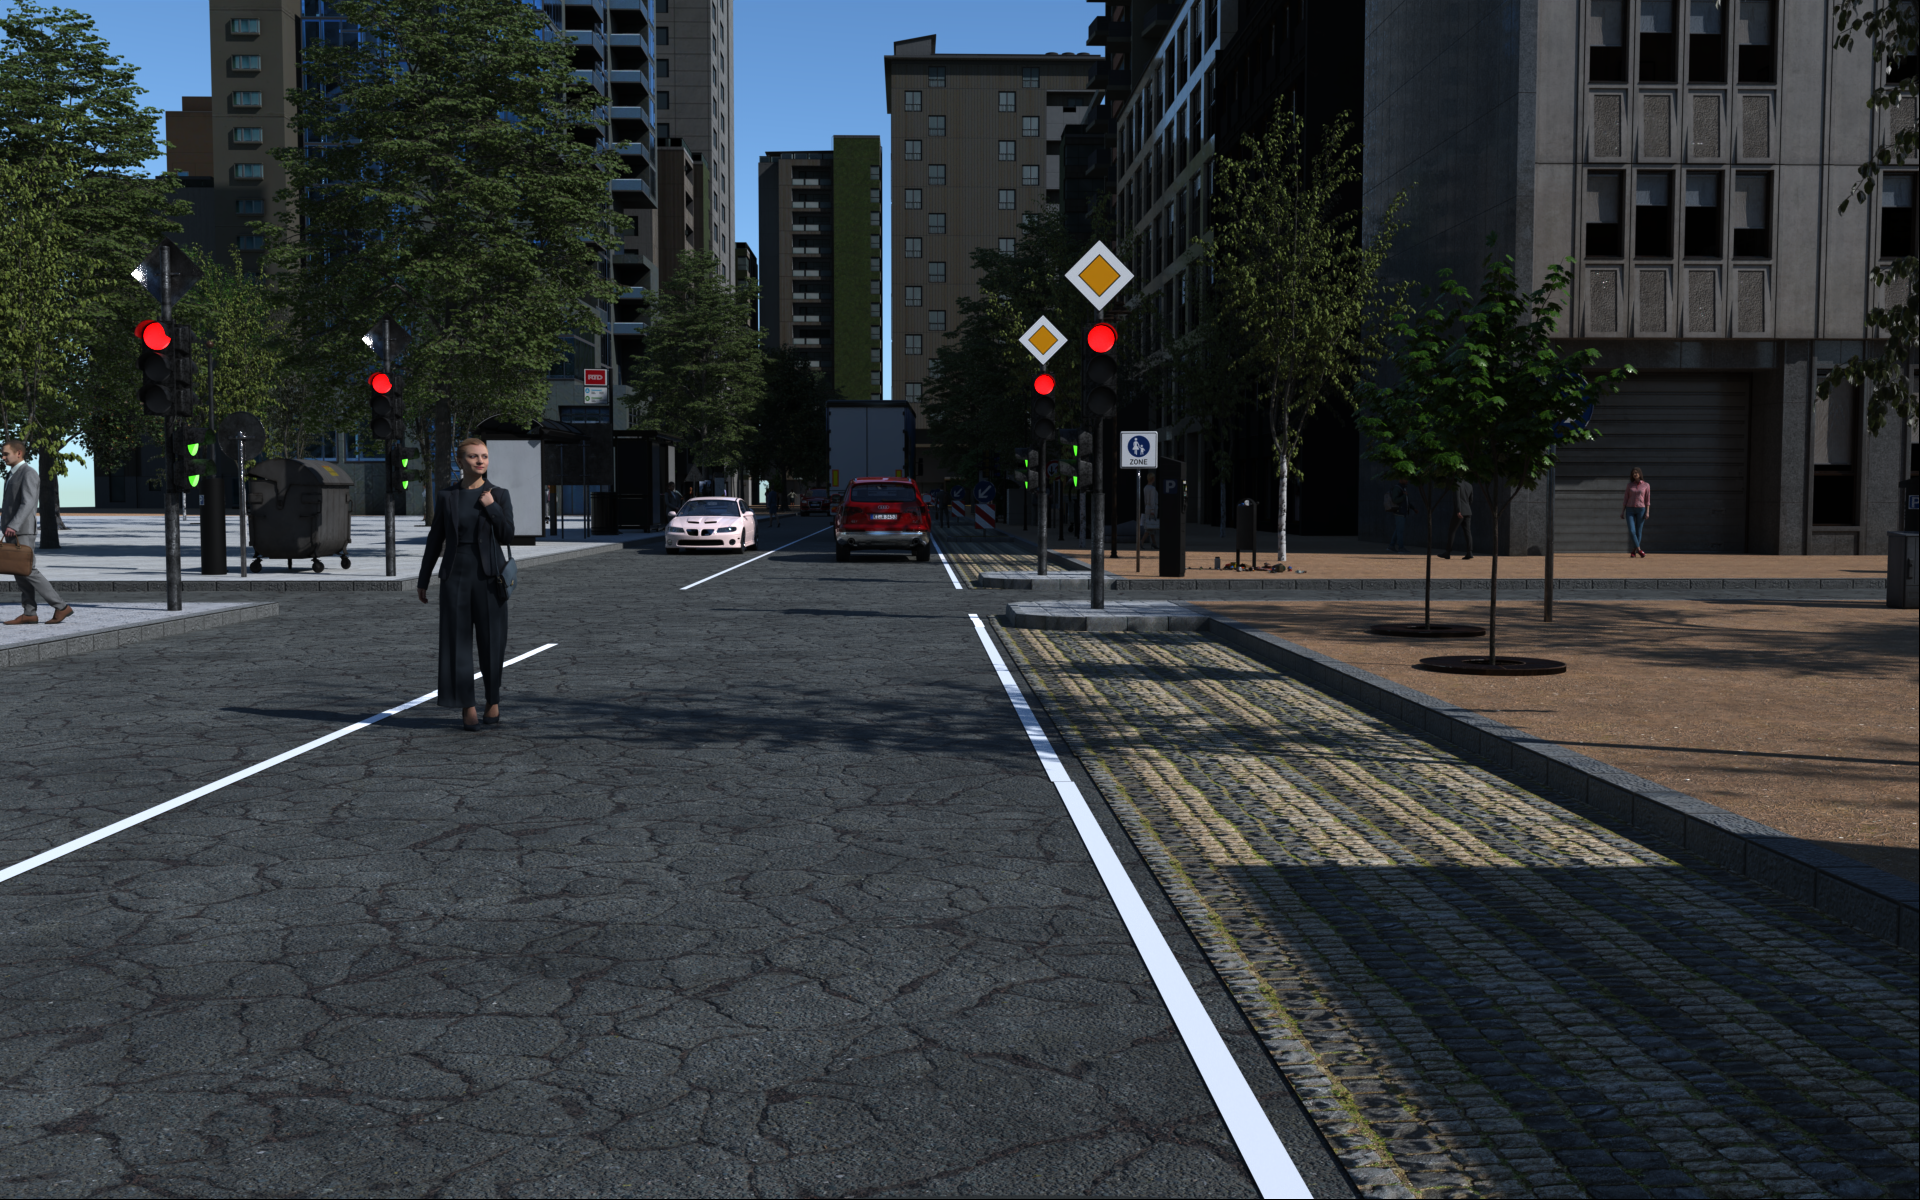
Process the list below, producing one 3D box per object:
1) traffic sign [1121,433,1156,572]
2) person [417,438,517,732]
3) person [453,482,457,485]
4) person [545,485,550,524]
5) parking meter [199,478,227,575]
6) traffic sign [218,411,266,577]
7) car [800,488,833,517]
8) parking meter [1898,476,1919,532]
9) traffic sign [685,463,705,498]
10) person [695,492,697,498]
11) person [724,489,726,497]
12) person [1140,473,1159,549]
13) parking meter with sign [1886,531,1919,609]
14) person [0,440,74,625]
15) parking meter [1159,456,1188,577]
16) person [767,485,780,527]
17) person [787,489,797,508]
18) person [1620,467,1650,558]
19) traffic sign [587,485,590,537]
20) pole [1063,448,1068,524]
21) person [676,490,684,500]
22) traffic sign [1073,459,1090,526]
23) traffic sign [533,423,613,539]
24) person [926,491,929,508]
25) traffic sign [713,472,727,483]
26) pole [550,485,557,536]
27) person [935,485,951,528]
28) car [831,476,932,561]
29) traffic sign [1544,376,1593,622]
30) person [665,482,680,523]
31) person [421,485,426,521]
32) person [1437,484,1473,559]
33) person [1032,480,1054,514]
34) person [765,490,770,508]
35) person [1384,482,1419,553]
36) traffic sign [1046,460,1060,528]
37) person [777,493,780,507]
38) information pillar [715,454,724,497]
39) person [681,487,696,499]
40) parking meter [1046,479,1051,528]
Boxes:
[{"bbox_3d":[2.919,-1.603,28.342,0.606,2.300,0.079,0,4,6],"label":"traffic sign"},{"bbox_3d":[-3.007,-0.104,10.624,0.576,1.772,0.534,-2,4,-28],"label":"person"},{"bbox_3d":[-21.726,-4.177,74.426,0.778,1.811,0.616,-1,4,-14],"label":"person"},{"bbox_3d":[-17.704,-4.185,74.745,0.678,1.792,0.850,0,4,-7],"label":"person"},{"bbox_3d":[-11.895,-1.172,27.578,0.372,1.533,0.369,0,3,0],"label":"parking meter"},{"bbox_3d":[-11.054,-1.624,26.658,0.768,2.556,0.104,0,4,6],"label":"traffic sign"},{"bbox_3d":[-9.177,-6.331,112.186,2.281,1.827,5.304,0,3,0],"label":"car"},{"bbox_3d":[11.144,-0.722,20.216,0.372,1.533,0.369,0,3,0],"label":"parking meter"},{"bbox_3d":[-11.170,-4.458,72.895,0.884,2.594,0.081,0,4,6],"label":"traffic sign"},{"bbox_3d":[-18.063,-6.702,118.836,0.599,1.433,0.991,2,4,34],"label":"person"},{"bbox_3d":[-16.059,-6.770,116.600,0.599,1.838,0.709,-2,4,-27],"label":"person"},{"bbox_3d":[4.383,-2.069,40.219,0.624,1.780,0.694,-1,4,-9],"label":"person"},{"bbox_3d":[11.337,-1.412,19.342,1.738,3.016,0.543,0,4,-3],"label":"parking meter with sign"},{"bbox_3d":[-9.222,-0.663,17.007,0.709,1.813,0.853,3,5,42],"label":"person"},{"bbox_3d":[3.307,-1.291,26.819,0.399,1.863,0.255,2,4,25],"label":"parking meter"},{"bbox_3d":[-8.021,-4.032,74.439,0.581,1.822,0.654,-3,5,-43],"label":"person"},{"bbox_3d":[-15.825,-9.540,162.816,1.217,1.735,0.721,-2,4,-33],"label":"person"},{"bbox_3d":[13.637,-1.770,34.994,0.555,1.821,0.388,1,4,17],"label":"person"},{"bbox_3d":[-11.046,-3.139,51.425,0.768,2.556,0.104,0,4,3],"label":"traffic sign"},{"bbox_3d":[4.535,-4.940,74.612,0.158,3.312,0.155,0,3,0],"label":"pole"},{"bbox_3d":[-17.990,-6.289,108.953,1.350,1.814,0.705,-2,4,-28],"label":"person"},{"bbox_3d":[4.094,-3.596,58.895,0.768,2.556,0.104,0,4,5],"label":"traffic sign"},{"bbox_3d":[-11.103,-3.414,49.699,2.265,3.308,0.079,0,4,1],"label":"traffic sign"},{"bbox_3d":[-3.239,-9.762,169.045,0.436,1.711,0.756,-3,5,-40],"label":"person"},{"bbox_3d":[-12.476,-5.497,89.983,0.768,2.556,0.104,0,4,7],"label":"traffic sign"},{"bbox_3d":[-12.583,-3.651,53.531,0.158,3.312,0.155,0,3,0],"label":"pole"},{"bbox_3d":[-0.721,-3.948,73.012,0.622,1.834,0.822,-1,4,-11],"label":"person"},{"bbox_3d":[-1.731,-1.819,38.422,2.281,1.827,5.304,0,4,-3],"label":"car"},{"bbox_3d":[5.898,-1.051,17.291,0.768,2.556,0.104,0,4,7],"label":"traffic sign"},{"bbox_3d":[-8.159,-2.508,49.774,0.573,1.790,0.520,2,4,24],"label":"person"},{"bbox_3d":[-25.368,-4.662,82.484,0.641,1.798,0.478,1,4,13],"label":"person"},{"bbox_3d":[9.765,-1.725,34.025,0.659,1.850,0.755,-2,4,-34],"label":"person"},{"bbox_3d":[2.656,-3.014,55.679,0.716,1.782,0.532,-2,4,-30],"label":"person"},{"bbox_3d":[-16.008,-8.413,144.266,0.551,1.740,0.621,0,4,1],"label":"person"},{"bbox_3d":[9.553,-1.905,37.529,0.721,1.781,0.623,1,4,19],"label":"person"},{"bbox_3d":[3.534,-3.953,64.736,0.768,2.556,0.104,0,4,-1],"label":"traffic sign"},{"bbox_3d":[-17.624,-9.917,168.192,0.705,1.823,1.348,-1,4,-11],"label":"person"},{"bbox_3d":[-12.159,-5.879,87.477,0.504,3.616,0.183,0,4,5],"label":"information pillar"},{"bbox_3d":[-16.551,-6.092,106.465,1.217,1.723,0.721,0,4,-2],"label":"person"},{"bbox_3d":[3.213,-3.635,65.139,0.399,1.863,0.255,-1,4,-19],"label":"parking meter"}]
